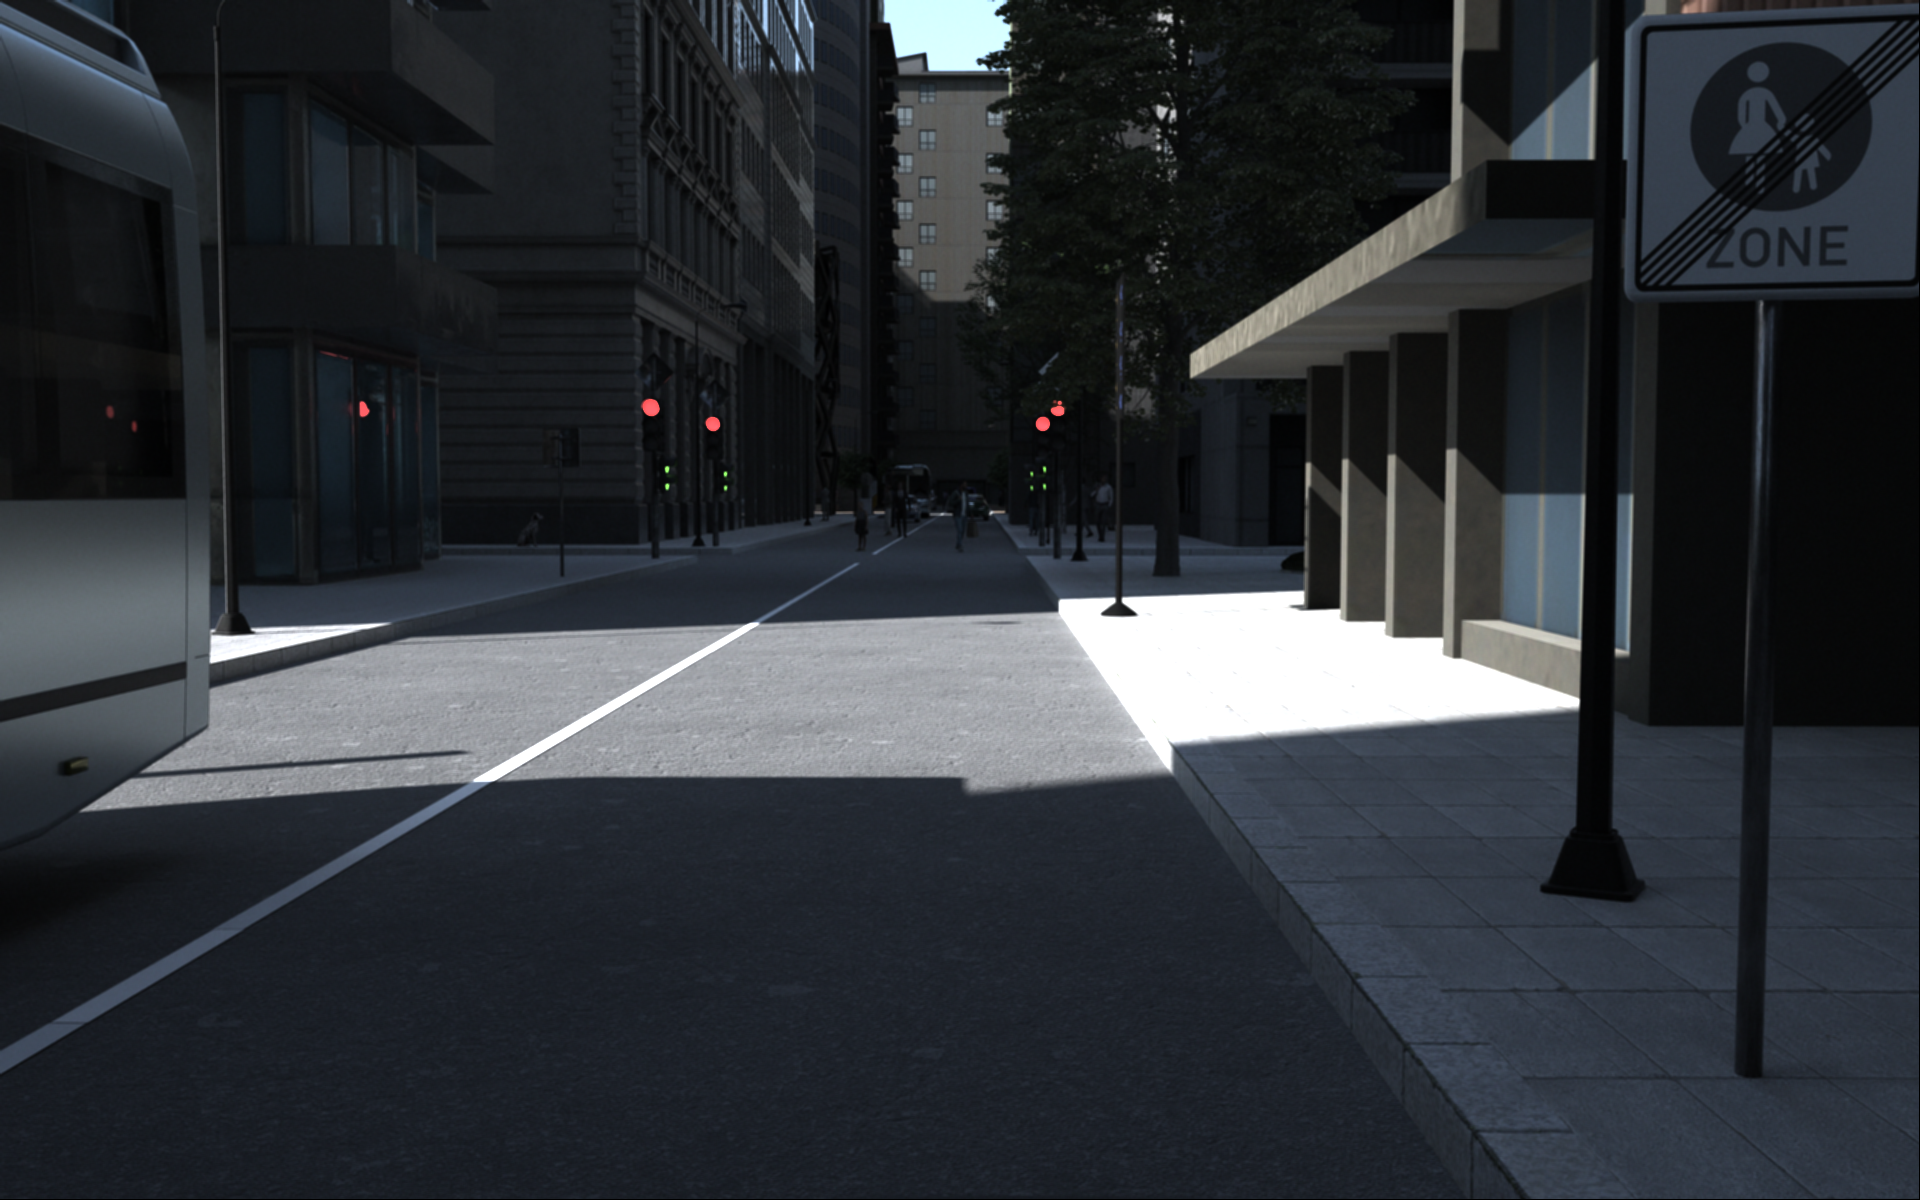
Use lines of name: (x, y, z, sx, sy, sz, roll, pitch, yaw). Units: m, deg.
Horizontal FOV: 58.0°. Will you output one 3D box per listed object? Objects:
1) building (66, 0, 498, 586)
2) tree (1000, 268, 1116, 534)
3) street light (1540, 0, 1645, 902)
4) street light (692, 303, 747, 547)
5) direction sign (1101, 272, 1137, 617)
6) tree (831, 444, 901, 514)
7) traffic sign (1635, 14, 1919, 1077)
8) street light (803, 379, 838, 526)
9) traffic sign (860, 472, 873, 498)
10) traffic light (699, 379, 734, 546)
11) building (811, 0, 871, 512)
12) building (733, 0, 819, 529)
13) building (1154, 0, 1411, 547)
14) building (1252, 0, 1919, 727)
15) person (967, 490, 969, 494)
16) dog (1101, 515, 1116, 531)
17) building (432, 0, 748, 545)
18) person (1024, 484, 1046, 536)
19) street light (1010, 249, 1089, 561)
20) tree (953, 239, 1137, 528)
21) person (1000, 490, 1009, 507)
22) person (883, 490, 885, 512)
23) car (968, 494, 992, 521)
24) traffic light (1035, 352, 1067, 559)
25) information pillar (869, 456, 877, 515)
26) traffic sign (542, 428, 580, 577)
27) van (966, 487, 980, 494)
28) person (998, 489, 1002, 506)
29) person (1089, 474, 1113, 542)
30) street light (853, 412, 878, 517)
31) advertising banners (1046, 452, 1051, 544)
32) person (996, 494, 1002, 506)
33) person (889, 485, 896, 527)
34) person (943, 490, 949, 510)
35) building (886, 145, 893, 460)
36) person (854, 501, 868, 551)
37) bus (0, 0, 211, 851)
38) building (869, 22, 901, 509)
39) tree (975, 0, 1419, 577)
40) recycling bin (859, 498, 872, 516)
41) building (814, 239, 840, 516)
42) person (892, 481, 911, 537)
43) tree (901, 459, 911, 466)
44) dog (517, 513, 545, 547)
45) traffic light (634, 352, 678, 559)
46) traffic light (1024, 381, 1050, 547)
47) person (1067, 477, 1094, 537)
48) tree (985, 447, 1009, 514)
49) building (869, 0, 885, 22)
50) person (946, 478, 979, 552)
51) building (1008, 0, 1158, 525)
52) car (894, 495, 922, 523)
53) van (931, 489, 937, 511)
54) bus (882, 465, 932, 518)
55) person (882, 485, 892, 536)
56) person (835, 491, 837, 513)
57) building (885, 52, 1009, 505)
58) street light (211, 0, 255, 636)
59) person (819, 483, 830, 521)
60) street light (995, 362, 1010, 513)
building: (-22.992, -24.677, 23.074, 30.456, 49.044, 23.786, 0, 4, 1)
tree: (3.359, -6.454, 55.882, 4.360, 8.622, 3.978, 0, 3, 0)
street light: (1.513, -2.013, 5.456, 1.470, 5.913, 1.316, 0, 4, 1)
street light: (-5.864, -4.263, 42.244, 1.470, 5.913, 1.316, 0, 4, 1)
direction sign: (1.678, -1.603, 18.206, 0.379, 3.537, 0.876, 0, 4, 1)
tree: (-6.997, -7.955, 113.772, 4.285, 4.588, 4.351, 0, 3, 0)
traffic sign: (1.742, -0.100, 3.759, 0.606, 2.300, 0.079, 1, 4, 10)
street light: (-5.647, -5.971, 70.168, 1.470, 5.913, 1.316, 0, 4, 1)
traffic sign: (-5.511, -6.237, 102.081, 0.768, 2.556, 0.104, 0, 4, 1)
traffic light: (-5.970, -3.268, 42.354, 0.839, 4.253, 0.868, 0, 4, 1)
building: (-18.167, -36.013, 130.813, 21.231, 58.520, 28.212, 0, 4, 1)
building: (-13.311, -18.370, 77.842, 11.434, 29.767, 29.804, 0, 4, 1)
building: (17.045, -37.399, 49.726, 20.611, 71.187, 20.563, 0, 4, 1)
building: (13.397, -21.470, 5.659, 22.147, 44.769, 28.867, 0, 4, 1)
person: (0.668, -8.393, 146.249, 1.217, 1.766, 0.721, 1, 4, 18)
dog: (5.204, -2.793, 60.038, 0.800, 0.831, 0.513, 2, 4, 32)
building: (-12.839, -13.676, 52.483, 11.050, 23.489, 19.941, 0, 4, 1)
person: (2.325, -2.859, 53.128, 0.623, 1.781, 0.721, -1, 4, -17)
street light: (1.747, -3.700, 33.039, 1.470, 5.913, 1.316, 0, 4, 1)
tree: (3.290, -8.596, 66.300, 9.928, 11.665, 9.643, 0, 3, 0)
person: (4.362, -10.092, 171.766, 1.217, 1.735, 0.721, -3, 5, -43)
person: (-5.256, -7.276, 125.461, 0.568, 1.767, 0.683, 0, 4, 5)
car: (0.657, -5.041, 94.212, 2.131, 1.459, 4.920, 0, 4, 2)
traffic light: (1.914, -2.776, 34.308, 0.839, 4.253, 0.868, 0, 4, 1)
information pillar: (-5.350, -7.054, 106.685, 0.504, 3.616, 0.183, 1, 4, 16)
traffic sign: (-6.183, -1.513, 26.866, 0.606, 2.300, 0.079, 1, 4, 10)
van: (0.679, -9.670, 162.489, 2.240, 2.365, 5.245, 0, 4, 2)
person: (4.266, -10.764, 182.019, 0.705, 1.826, 1.348, -1, 4, -17)
person: (3.803, -2.485, 46.765, 0.679, 1.850, 0.850, 1, 4, 12)
street light: (-5.331, -7.658, 97.751, 1.470, 5.913, 1.316, 0, 4, 1)
advertising banners: (2.307, -2.983, 44.964, 0.090, 3.025, 2.074, 0, 4, 4)
person: (4.425, -11.330, 192.003, 1.217, 1.736, 0.721, -2, 4, -34)
person: (-2.948, -4.026, 74.504, 0.419, 1.800, 0.721, 2, 4, 33)
person: (-1.220, -9.053, 156.378, 0.709, 1.838, 0.599, -3, 4, -36)
building: (-14.304, -30.723, 185.910, 14.086, 41.232, 14.154, 0, 4, 1)
person: (-2.474, -1.851, 43.427, 0.362, 1.253, 0.373, 2, 4, 32)
bus: (-4.277, -0.329, 0.233, 2.948, 3.499, 13.247, 0, 4, 0)
building: (-16.879, -30.892, 159.708, 22.147, 44.769, 28.867, 0, 4, 1)
tree: (3.584, -6.660, 27.020, 7.486, 12.596, 7.792, 0, 3, 0)
recycling bin: (-5.512, -5.427, 101.280, 0.722, 1.027, 0.722, 0, 4, 0)
building: (-15.621, -14.349, 102.052, 16.820, 18.784, 16.811, 0, 4, 1)
person: (-1.942, -3.019, 57.642, 0.659, 1.850, 0.755, 0, 4, -5)
tree: (-5.527, -9.568, 140.146, 4.285, 4.588, 4.351, 0, 3, 0)
dog: (-10.598, -1.706, 42.279, 0.800, 0.831, 0.513, 2, 4, 32)
traffic light: (-6.047, -2.780, 34.369, 0.839, 4.253, 0.868, 0, 4, 1)
traffic light: (1.991, -3.264, 42.293, 0.839, 4.253, 0.868, 0, 4, 1)
person: (3.681, -2.776, 51.710, 0.850, 1.792, 0.678, 3, 5, 44)
tree: (3.311, -7.863, 112.279, 4.285, 4.588, 4.351, 0, 3, 0)
building: (-19.903, -47.289, 211.432, 20.611, 71.187, 20.563, 0, 4, 1)
person: (0.069, -2.096, 42.759, 0.794, 1.824, 0.713, -2, 4, -28)
building: (9.195, -24.097, 77.577, 14.154, 41.232, 14.086, 0, 4, 1)
car: (-2.901, -4.655, 88.111, 2.014, 1.417, 4.499, 0, 4, 0)
van: (-2.954, -8.869, 152.019, 2.013, 2.044, 4.112, 0, 4, 2)
bus: (-3.118, -6.846, 106.784, 2.948, 3.499, 13.247, 0, 4, 0)
person: (-2.535, -3.118, 60.022, 0.362, 1.759, 0.519, 0, 4, -7)
person: (-8.534, -6.772, 116.773, 0.555, 1.821, 0.388, 1, 4, 9)
building: (4.199, -38.317, 215.725, 27.495, 52.752, 28.713, 0, 4, 1)
street light: (-6.114, -2.638, 15.665, 1.470, 5.913, 1.316, 0, 4, 1)
person: (-6.530, -4.705, 83.152, 0.466, 1.800, 0.511, 2, 4, 31)
street light: (2.058, -5.412, 61.025, 1.470, 5.913, 1.316, 0, 4, 1)
